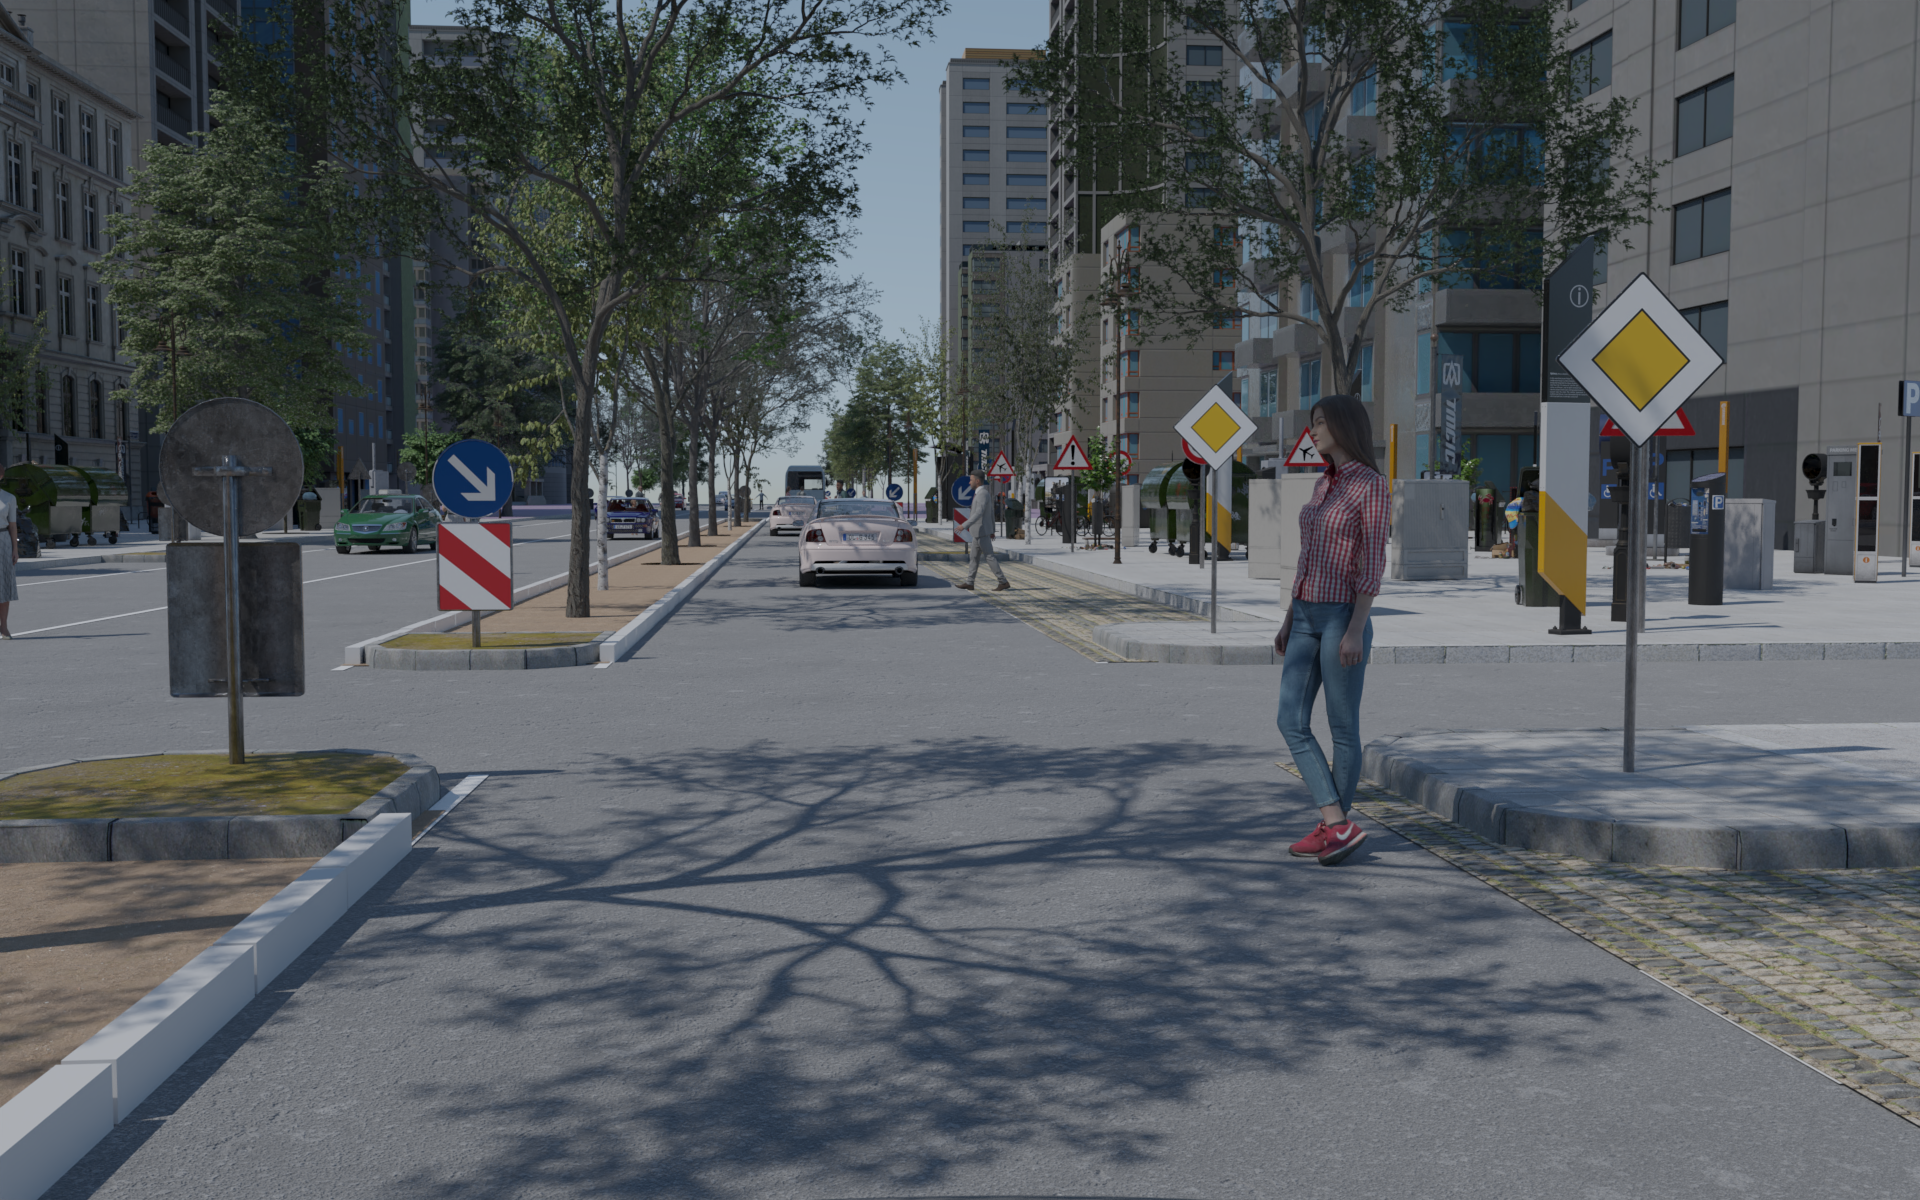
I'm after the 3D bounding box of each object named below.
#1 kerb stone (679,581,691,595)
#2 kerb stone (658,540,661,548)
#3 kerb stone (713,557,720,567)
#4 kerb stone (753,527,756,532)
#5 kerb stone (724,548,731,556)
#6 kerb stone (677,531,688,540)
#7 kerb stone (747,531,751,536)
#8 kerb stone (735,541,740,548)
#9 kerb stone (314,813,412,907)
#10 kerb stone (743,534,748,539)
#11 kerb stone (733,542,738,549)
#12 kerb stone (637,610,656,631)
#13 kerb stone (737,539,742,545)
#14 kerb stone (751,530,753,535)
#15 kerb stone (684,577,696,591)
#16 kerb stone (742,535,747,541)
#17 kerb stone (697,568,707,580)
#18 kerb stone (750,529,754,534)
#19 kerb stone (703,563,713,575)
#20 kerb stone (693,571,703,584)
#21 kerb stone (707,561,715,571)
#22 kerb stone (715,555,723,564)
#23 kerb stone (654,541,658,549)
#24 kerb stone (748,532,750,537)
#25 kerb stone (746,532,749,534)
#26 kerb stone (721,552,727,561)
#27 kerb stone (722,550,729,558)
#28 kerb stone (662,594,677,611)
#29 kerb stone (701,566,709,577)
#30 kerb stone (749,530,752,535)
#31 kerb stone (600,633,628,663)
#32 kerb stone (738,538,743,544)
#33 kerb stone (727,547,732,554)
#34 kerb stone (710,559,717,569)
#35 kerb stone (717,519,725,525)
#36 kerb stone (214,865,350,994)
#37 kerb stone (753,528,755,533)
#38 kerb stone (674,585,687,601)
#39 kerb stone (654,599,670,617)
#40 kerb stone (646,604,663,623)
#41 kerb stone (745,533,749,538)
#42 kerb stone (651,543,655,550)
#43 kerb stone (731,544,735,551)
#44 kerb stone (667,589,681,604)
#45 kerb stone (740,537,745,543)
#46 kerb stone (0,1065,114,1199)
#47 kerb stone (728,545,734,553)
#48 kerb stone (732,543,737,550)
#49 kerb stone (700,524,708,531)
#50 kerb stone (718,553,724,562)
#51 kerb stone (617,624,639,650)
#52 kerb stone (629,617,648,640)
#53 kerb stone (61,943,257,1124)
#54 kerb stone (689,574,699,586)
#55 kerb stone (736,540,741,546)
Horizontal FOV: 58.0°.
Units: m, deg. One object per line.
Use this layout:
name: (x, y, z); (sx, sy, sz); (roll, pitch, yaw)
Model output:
kerb stone: (-3.909, -0.134, 24.385); (0.120, 0.150, 1.000); (0, 4, -5)
kerb stone: (-8.040, -1.430, 45.622); (0.120, 0.150, 1.000); (0, 4, -5)
kerb stone: (-4.781, -0.688, 33.569); (0.120, 0.150, 1.000); (0, 4, -5)
kerb stone: (-7.484, -2.442, 62.123); (0.120, 0.150, 1.000); (0, 4, -5)
kerb stone: (-5.256, -1.005, 38.669); (0.120, 0.150, 1.000); (0, 4, -5)
kerb stone: (-9.099, -2.120, 56.855); (0.120, 0.150, 1.000); (0, 4, -5)
kerb stone: (-6.907, -2.067, 55.993); (0.120, 0.150, 1.000); (0, 4, -5)
kerb stone: (-5.835, -1.382, 44.789); (0.120, 0.150, 1.000); (0, 4, -5)
kerb stone: (-2.219, 0.962, 6.466); (0.120, 0.150, 1.000); (0, 4, -5)
kerb stone: (-6.515, -1.818, 51.921); (0.120, 0.150, 1.000); (0, 4, -5)
kerb stone: (-5.750, -1.320, 43.770); (0.120, 0.150, 1.000); (0, 4, -5)
kerb stone: (-3.331, 0.240, 18.270); (0.120, 0.150, 1.000); (0, 4, -5)
kerb stone: (-6.030, -1.506, 46.823); (0.120, 0.150, 1.000); (0, 4, -5)
kerb stone: (-7.093, -2.192, 58.039); (0.120, 0.150, 1.000); (0, 4, -5)
kerb stone: (-4.004, -0.196, 25.403); (0.120, 0.150, 1.000); (0, 4, -5)
kerb stone: (-6.422, -1.756, 50.904); (0.120, 0.150, 1.000); (0, 4, -5)
kerb stone: (-4.292, -0.383, 28.461); (0.120, 0.150, 1.000); (0, 4, -5)
kerb stone: (-7.201, -2.253, 59.059); (0.120, 0.150, 1.000); (0, 4, -5)
kerb stone: (-4.485, -0.505, 30.496); (0.120, 0.150, 1.000); (0, 4, -5)
kerb stone: (-4.202, -0.321, 27.443); (0.120, 0.150, 1.000); (0, 4, -5)
kerb stone: (-4.586, -0.571, 31.524); (0.120, 0.150, 1.000); (0, 4, -5)
kerb stone: (-4.871, -0.758, 34.588); (0.120, 0.150, 1.000); (0, 4, -5)
kerb stone: (-7.933, -1.368, 44.605); (0.120, 0.150, 1.000); (0, 4, -5)
kerb stone: (-6.811, -2.005, 54.974); (0.120, 0.150, 1.000); (0, 4, -5)
kerb stone: (-6.713, -1.943, 53.957); (0.120, 0.150, 1.000); (0, 4, -5)
kerb stone: (-5.066, -0.879, 36.634); (0.120, 0.150, 1.000); (0, 4, -5)
kerb stone: (-5.167, -0.935, 37.651); (0.120, 0.150, 1.000); (0, 4, -5)
kerb stone: (-3.616, 0.057, 21.334); (0.120, 0.150, 1.000); (0, 4, -5)
kerb stone: (-4.395, -0.444, 29.478); (0.120, 0.150, 1.000); (0, 4, -5)
kerb stone: (-6.998, -2.128, 57.019); (0.120, 0.150, 1.000); (0, 4, -5)
kerb stone: (-3.044, 0.428, 15.202); (0.120, 0.150, 1.000); (0, 4, -5)
kerb stone: (-6.128, -1.564, 47.845); (0.120, 0.150, 1.000); (0, 4, -5)
kerb stone: (-5.357, -1.067, 39.686); (0.120, 0.150, 1.000); (0, 4, -5)
kerb stone: (-4.689, -0.633, 32.541); (0.120, 0.150, 1.000); (0, 4, -5)
kerb stone: (-11.793, -3.865, 85.393); (0.120, 0.150, 1.000); (0, 4, -5)
kerb stone: (-2.119, 1.024, 5.449); (0.120, 0.150, 1.000); (0, 4, -5)
kerb stone: (-7.386, -2.380, 61.105); (0.120, 0.150, 1.000); (0, 4, -5)
kerb stone: (-3.813, -0.072, 23.368); (0.120, 0.150, 1.000); (0, 4, -5)
kerb stone: (-3.527, 0.119, 20.312); (0.120, 0.150, 1.000); (0, 4, -5)
kerb stone: (-3.433, 0.177, 19.294); (0.120, 0.150, 1.000); (0, 4, -5)
kerb stone: (-6.612, -1.876, 52.940); (0.120, 0.150, 1.000); (0, 4, -5)
kerb stone: (-7.831, -1.306, 43.581); (0.120, 0.150, 1.000); (0, 4, -5)
kerb stone: (-5.553, -1.195, 41.730); (0.120, 0.150, 1.000); (0, 4, -5)
kerb stone: (-3.724, -0.009, 22.350); (0.120, 0.150, 1.000); (0, 4, -5)
kerb stone: (-6.222, -1.628, 48.866); (0.120, 0.150, 1.000); (0, 4, -5)
kerb stone: (-1.924, 1.150, 3.404); (0.120, 0.150, 1.000); (0, 4, -5)
kerb stone: (-5.453, -1.133, 40.713); (0.120, 0.150, 1.000); (0, 4, -5)
kerb stone: (-5.651, -1.257, 42.753); (0.120, 0.150, 1.000); (0, 4, -5)
kerb stone: (-10.345, -2.930, 70.104); (0.120, 0.150, 1.000); (0, 4, -5)
kerb stone: (-4.978, -0.821, 35.615); (0.120, 0.150, 1.000); (0, 4, -5)
kerb stone: (-3.139, 0.365, 16.228); (0.120, 0.150, 1.000); (0, 4, -5)
kerb stone: (-3.234, 0.304, 17.249); (0.120, 0.150, 1.000); (0, 4, -5)
kerb stone: (-2.021, 1.087, 4.426); (0.120, 0.150, 1.000); (0, 4, -5)
kerb stone: (-4.106, -0.259, 26.425); (0.120, 0.150, 1.000); (0, 4, -5)
kerb stone: (-5.936, -1.443, 45.806); (0.120, 0.150, 1.000); (0, 4, -5)
